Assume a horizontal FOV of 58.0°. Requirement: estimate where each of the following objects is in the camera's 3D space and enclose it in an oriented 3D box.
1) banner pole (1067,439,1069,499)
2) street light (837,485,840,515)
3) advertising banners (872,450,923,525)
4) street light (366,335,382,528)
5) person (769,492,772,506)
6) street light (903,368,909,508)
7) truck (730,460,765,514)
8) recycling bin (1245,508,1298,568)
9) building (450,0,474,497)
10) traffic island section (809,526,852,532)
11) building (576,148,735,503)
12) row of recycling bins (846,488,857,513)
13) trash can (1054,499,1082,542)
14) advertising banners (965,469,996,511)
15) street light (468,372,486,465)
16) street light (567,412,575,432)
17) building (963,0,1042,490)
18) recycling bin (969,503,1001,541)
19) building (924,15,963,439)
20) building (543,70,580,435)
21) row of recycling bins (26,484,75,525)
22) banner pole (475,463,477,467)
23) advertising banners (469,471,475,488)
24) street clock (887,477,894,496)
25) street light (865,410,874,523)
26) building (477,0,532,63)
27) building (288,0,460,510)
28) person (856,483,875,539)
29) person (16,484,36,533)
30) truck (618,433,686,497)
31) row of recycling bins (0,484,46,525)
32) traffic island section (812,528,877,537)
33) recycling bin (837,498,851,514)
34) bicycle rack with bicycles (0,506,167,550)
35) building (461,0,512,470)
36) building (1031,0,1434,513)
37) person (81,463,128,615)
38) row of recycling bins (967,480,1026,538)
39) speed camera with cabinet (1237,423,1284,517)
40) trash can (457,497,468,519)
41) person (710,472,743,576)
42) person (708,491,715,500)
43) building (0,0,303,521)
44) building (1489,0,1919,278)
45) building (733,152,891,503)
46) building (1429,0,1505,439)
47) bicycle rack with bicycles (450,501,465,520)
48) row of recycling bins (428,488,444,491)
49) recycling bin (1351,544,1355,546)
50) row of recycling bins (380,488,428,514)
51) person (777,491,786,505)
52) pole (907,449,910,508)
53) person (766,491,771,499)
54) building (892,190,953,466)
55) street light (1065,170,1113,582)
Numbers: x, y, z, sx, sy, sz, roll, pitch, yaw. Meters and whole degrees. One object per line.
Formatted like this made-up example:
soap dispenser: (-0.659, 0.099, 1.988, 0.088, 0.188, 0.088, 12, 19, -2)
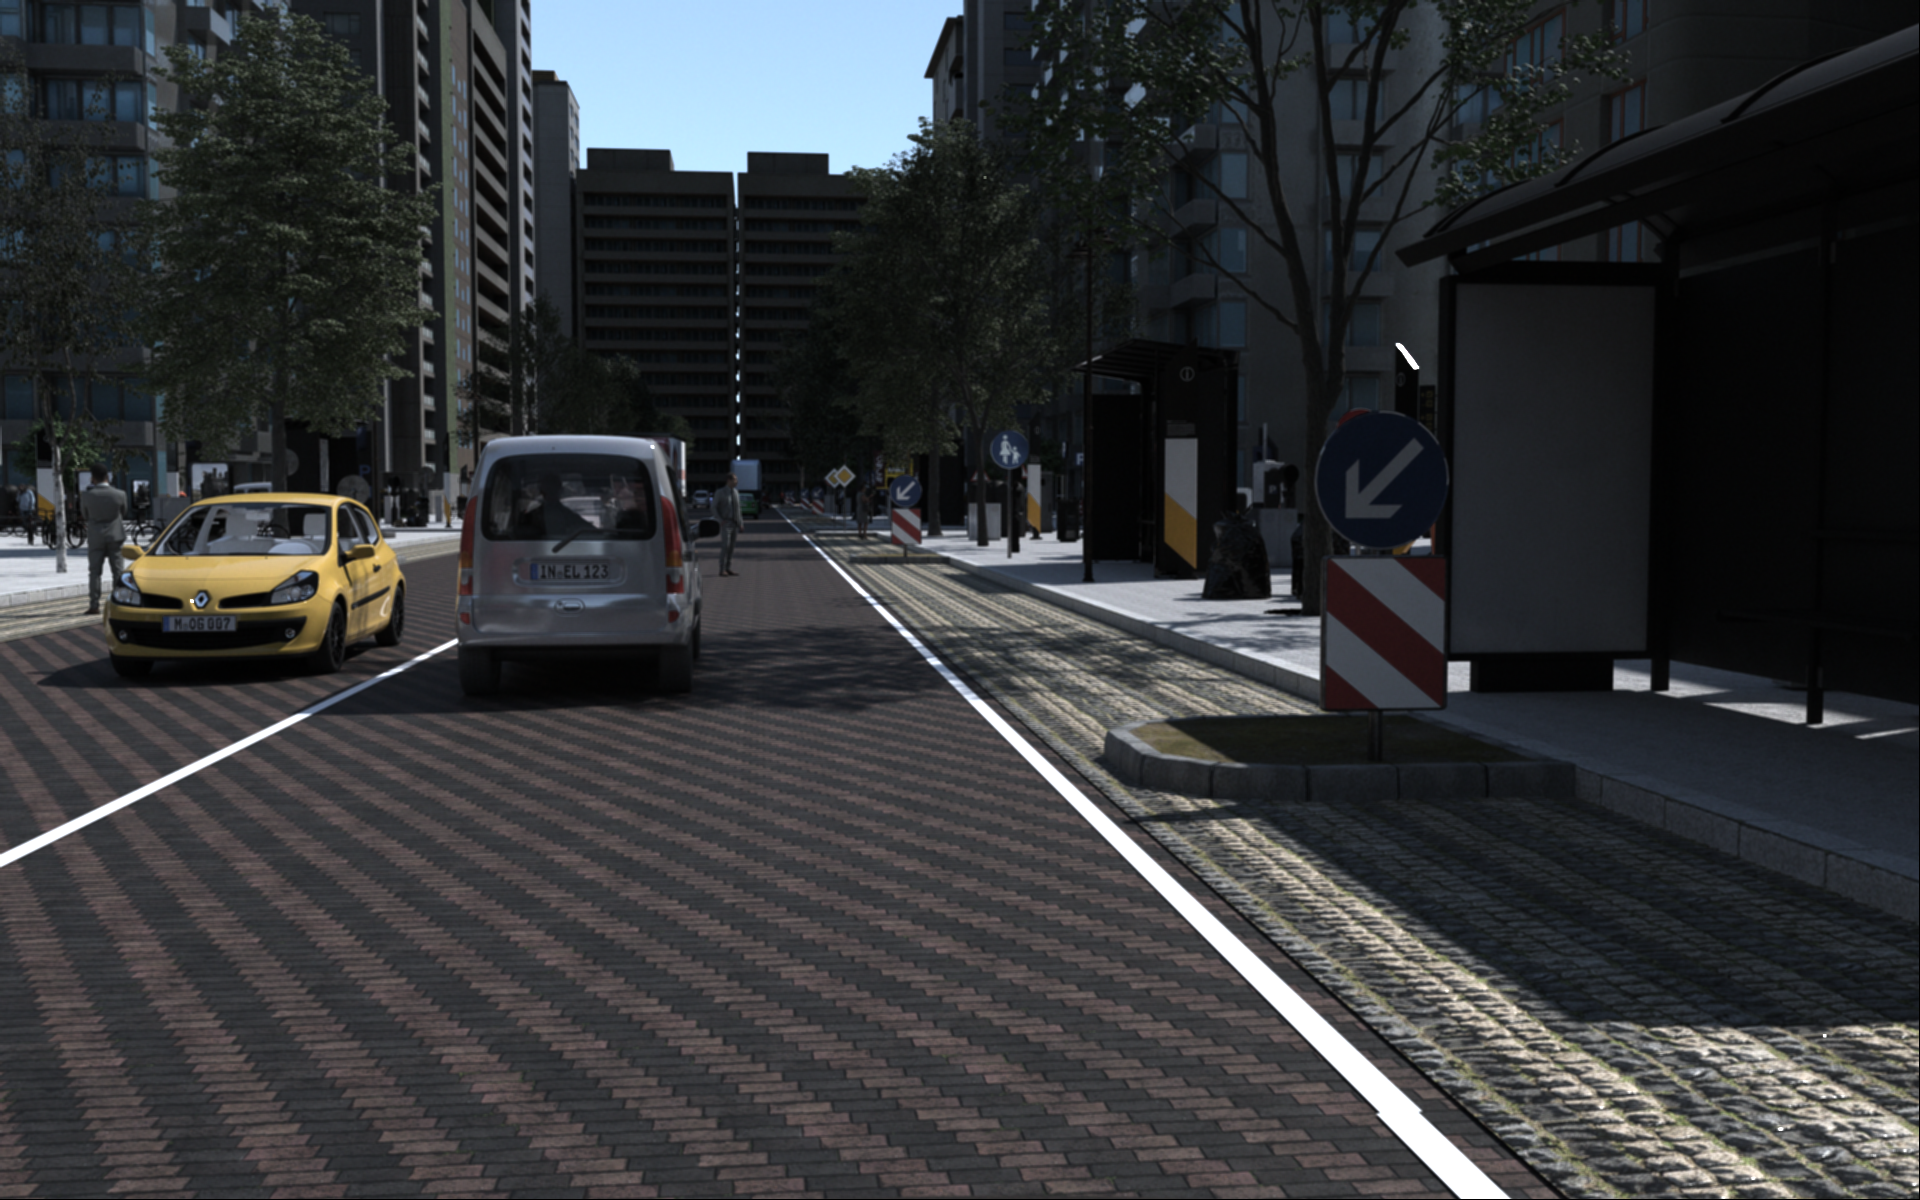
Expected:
banner pole: (4.930, -5.434, 78.870, 0.401, 3.779, 0.863, 1, 4, 8)
street light: (-7.585, -8.278, 108.137, 0.468, 5.910, 1.993, 0, 4, -7)
advertising banners: (-2.478, -4.435, 68.698, 2.074, 3.025, 0.090, -1, 4, -19)
street light: (-16.159, -4.590, 47.839, 0.468, 5.910, 1.993, 0, 4, -7)
person: (-23.875, -12.676, 216.427, 0.721, 1.739, 1.217, 3, 4, 36)
street light: (-1.816, -5.235, 58.384, 0.468, 5.910, 1.993, 0, 4, -7)
truck: (-16.151, -8.557, 129.659, 2.967, 4.110, 18.799, 0, 4, -6)
recycling bin: (5.440, -1.087, 30.323, 0.722, 1.027, 0.722, -1, 4, -14)
building: (-48.891, -30.196, 143.807, 14.600, 45.320, 14.200, 0, 4, -7)
traffic island section: (-4.794, -2.708, 66.560, 2.009, 0.180, 2.903, 0, 4, -7)
building: (-42.508, -38.067, 246.089, 21.600, 48.544, 21.300, 0, 4, -7)
row of recycling bins: (-7.676, -6.876, 119.539, 1.069, 1.692, 3.534, 0, 4, 8)
trash can: (2.896, -2.119, 46.301, 0.748, 1.137, 0.748, 0, 3, 0)
advertising banners: (1.230, -6.711, 105.912, 2.074, 3.025, 0.090, 1, 4, 17)
street light: (-18.217, -5.662, 65.361, 0.468, 5.910, 1.993, 0, 4, -7)
street light: (-21.892, -7.634, 97.596, 0.468, 5.910, 1.993, 0, 4, -7)
building: (10.837, -37.983, 163.020, 21.231, 58.520, 28.212, 0, 4, -7)
recycling bin: (0.682, -2.168, 48.000, 0.722, 1.027, 0.722, -1, 4, -19)
building: (11.624, -36.822, 191.270, 28.713, 52.752, 27.495, 0, 4, -7)
building: (-67.701, -42.877, 243.030, 28.212, 58.520, 21.231, 0, 4, -7)
row of recycling bins: (-37.594, -3.977, 72.142, 1.069, 1.692, 3.534, -1, 4, -10)
banner pole: (-38.241, -9.034, 137.729, 0.401, 3.779, 0.863, 3, 5, 40)
advertising banners: (-36.746, -8.367, 132.991, 2.074, 3.025, 0.090, 1, 4, 10)
street clock: (-2.965, -4.272, 74.410, 0.358, 2.002, 0.471, 1, 4, 15)
street light: (-3.925, -6.307, 75.900, 0.468, 5.910, 1.993, 0, 4, -7)
building: (-60.829, -39.443, 186.897, 28.212, 58.520, 21.231, 0, 4, -7)
building: (-46.131, -27.277, 129.570, 14.154, 41.232, 14.086, 0, 4, -7)
person: (-2.959, -2.787, 54.433, 0.532, 1.782, 0.716, -1, 4, -20)
person: (-32.255, -3.129, 59.917, 0.793, 1.790, 0.793, -2, 4, -31)
truck: (-14.522, -5.648, 81.266, 2.839, 4.237, 11.283, 0, 4, -5)
row of recycling bins: (-40.299, -4.034, 73.062, 3.534, 1.692, 1.069, 2, 4, 24)
traffic island section: (-3.882, -2.223, 58.627, 2.009, 0.180, 2.903, 0, 4, -7)
recycling bin: (-7.676, -6.247, 114.686, 0.722, 1.027, 0.722, 3, 5, 44)
bicycle rack with bicycles: (-20.374, -1.691, 41.025, 2.852, 0.926, 2.925, 1, 4, 21)
building: (-54.310, -32.867, 161.072, 21.300, 48.544, 21.600, 0, 4, -7)
building: (17.502, -31.121, 128.436, 23.786, 49.044, 30.456, 0, 4, -7)
person: (-10.191, -0.730, 20.624, 0.511, 1.800, 0.466, -3, 5, -43)
row of recycling bins: (1.055, -2.789, 52.718, 1.069, 1.692, 3.534, -1, 4, -18)
speed camera with cabinet: (7.967, -3.274, 47.867, 2.038, 3.252, 0.660, -2, 4, -26)
trash can: (-25.266, -4.690, 88.341, 0.748, 1.137, 0.748, 0, 3, 0)
person: (-4.076, -1.335, 30.432, 0.391, 1.810, 0.635, 2, 4, 27)
person: (-24.626, -10.041, 173.394, 1.217, 1.735, 0.721, -2, 4, -28)
building: (-49.355, -28.959, 93.091, 23.786, 49.044, 30.456, 0, 4, -7)
building: (28.742, -11.360, 30.777, 27.650, 21.520, 28.899, 0, 4, -7)
building: (-21.074, -38.230, 248.762, 21.600, 48.544, 21.300, 0, 4, -7)
building: (23.751, -28.878, 91.762, 30.456, 49.044, 23.786, 0, 4, -7)
bicycle rack with bicycles: (-24.064, -4.391, 85.168, 2.852, 0.926, 2.925, 1, 4, 11)
row of recycling bins: (-35.390, -6.704, 116.724, 1.069, 1.692, 3.534, -3, 4, -36)
recycling bin: (10.067, -1.881, 43.303, 0.722, 1.027, 0.722, -1, 4, -14)
row of recycling bins: (-36.210, -6.410, 111.914, 3.534, 1.692, 1.069, 2, 4, 31)
person: (-20.645, -11.765, 200.787, 1.348, 1.831, 0.705, -3, 5, -41)
pole: (-2.339, -5.141, 77.897, 0.158, 3.312, 0.155, 0, 3, 0)
person: (-19.497, -10.225, 176.194, 0.721, 1.766, 1.217, 1, 4, 11)
building: (-2.923, -36.550, 247.698, 14.200, 45.320, 14.600, 0, 4, -7)
street light: (1.879, -3.204, 25.166, 0.468, 5.910, 1.993, 0, 4, -7)
